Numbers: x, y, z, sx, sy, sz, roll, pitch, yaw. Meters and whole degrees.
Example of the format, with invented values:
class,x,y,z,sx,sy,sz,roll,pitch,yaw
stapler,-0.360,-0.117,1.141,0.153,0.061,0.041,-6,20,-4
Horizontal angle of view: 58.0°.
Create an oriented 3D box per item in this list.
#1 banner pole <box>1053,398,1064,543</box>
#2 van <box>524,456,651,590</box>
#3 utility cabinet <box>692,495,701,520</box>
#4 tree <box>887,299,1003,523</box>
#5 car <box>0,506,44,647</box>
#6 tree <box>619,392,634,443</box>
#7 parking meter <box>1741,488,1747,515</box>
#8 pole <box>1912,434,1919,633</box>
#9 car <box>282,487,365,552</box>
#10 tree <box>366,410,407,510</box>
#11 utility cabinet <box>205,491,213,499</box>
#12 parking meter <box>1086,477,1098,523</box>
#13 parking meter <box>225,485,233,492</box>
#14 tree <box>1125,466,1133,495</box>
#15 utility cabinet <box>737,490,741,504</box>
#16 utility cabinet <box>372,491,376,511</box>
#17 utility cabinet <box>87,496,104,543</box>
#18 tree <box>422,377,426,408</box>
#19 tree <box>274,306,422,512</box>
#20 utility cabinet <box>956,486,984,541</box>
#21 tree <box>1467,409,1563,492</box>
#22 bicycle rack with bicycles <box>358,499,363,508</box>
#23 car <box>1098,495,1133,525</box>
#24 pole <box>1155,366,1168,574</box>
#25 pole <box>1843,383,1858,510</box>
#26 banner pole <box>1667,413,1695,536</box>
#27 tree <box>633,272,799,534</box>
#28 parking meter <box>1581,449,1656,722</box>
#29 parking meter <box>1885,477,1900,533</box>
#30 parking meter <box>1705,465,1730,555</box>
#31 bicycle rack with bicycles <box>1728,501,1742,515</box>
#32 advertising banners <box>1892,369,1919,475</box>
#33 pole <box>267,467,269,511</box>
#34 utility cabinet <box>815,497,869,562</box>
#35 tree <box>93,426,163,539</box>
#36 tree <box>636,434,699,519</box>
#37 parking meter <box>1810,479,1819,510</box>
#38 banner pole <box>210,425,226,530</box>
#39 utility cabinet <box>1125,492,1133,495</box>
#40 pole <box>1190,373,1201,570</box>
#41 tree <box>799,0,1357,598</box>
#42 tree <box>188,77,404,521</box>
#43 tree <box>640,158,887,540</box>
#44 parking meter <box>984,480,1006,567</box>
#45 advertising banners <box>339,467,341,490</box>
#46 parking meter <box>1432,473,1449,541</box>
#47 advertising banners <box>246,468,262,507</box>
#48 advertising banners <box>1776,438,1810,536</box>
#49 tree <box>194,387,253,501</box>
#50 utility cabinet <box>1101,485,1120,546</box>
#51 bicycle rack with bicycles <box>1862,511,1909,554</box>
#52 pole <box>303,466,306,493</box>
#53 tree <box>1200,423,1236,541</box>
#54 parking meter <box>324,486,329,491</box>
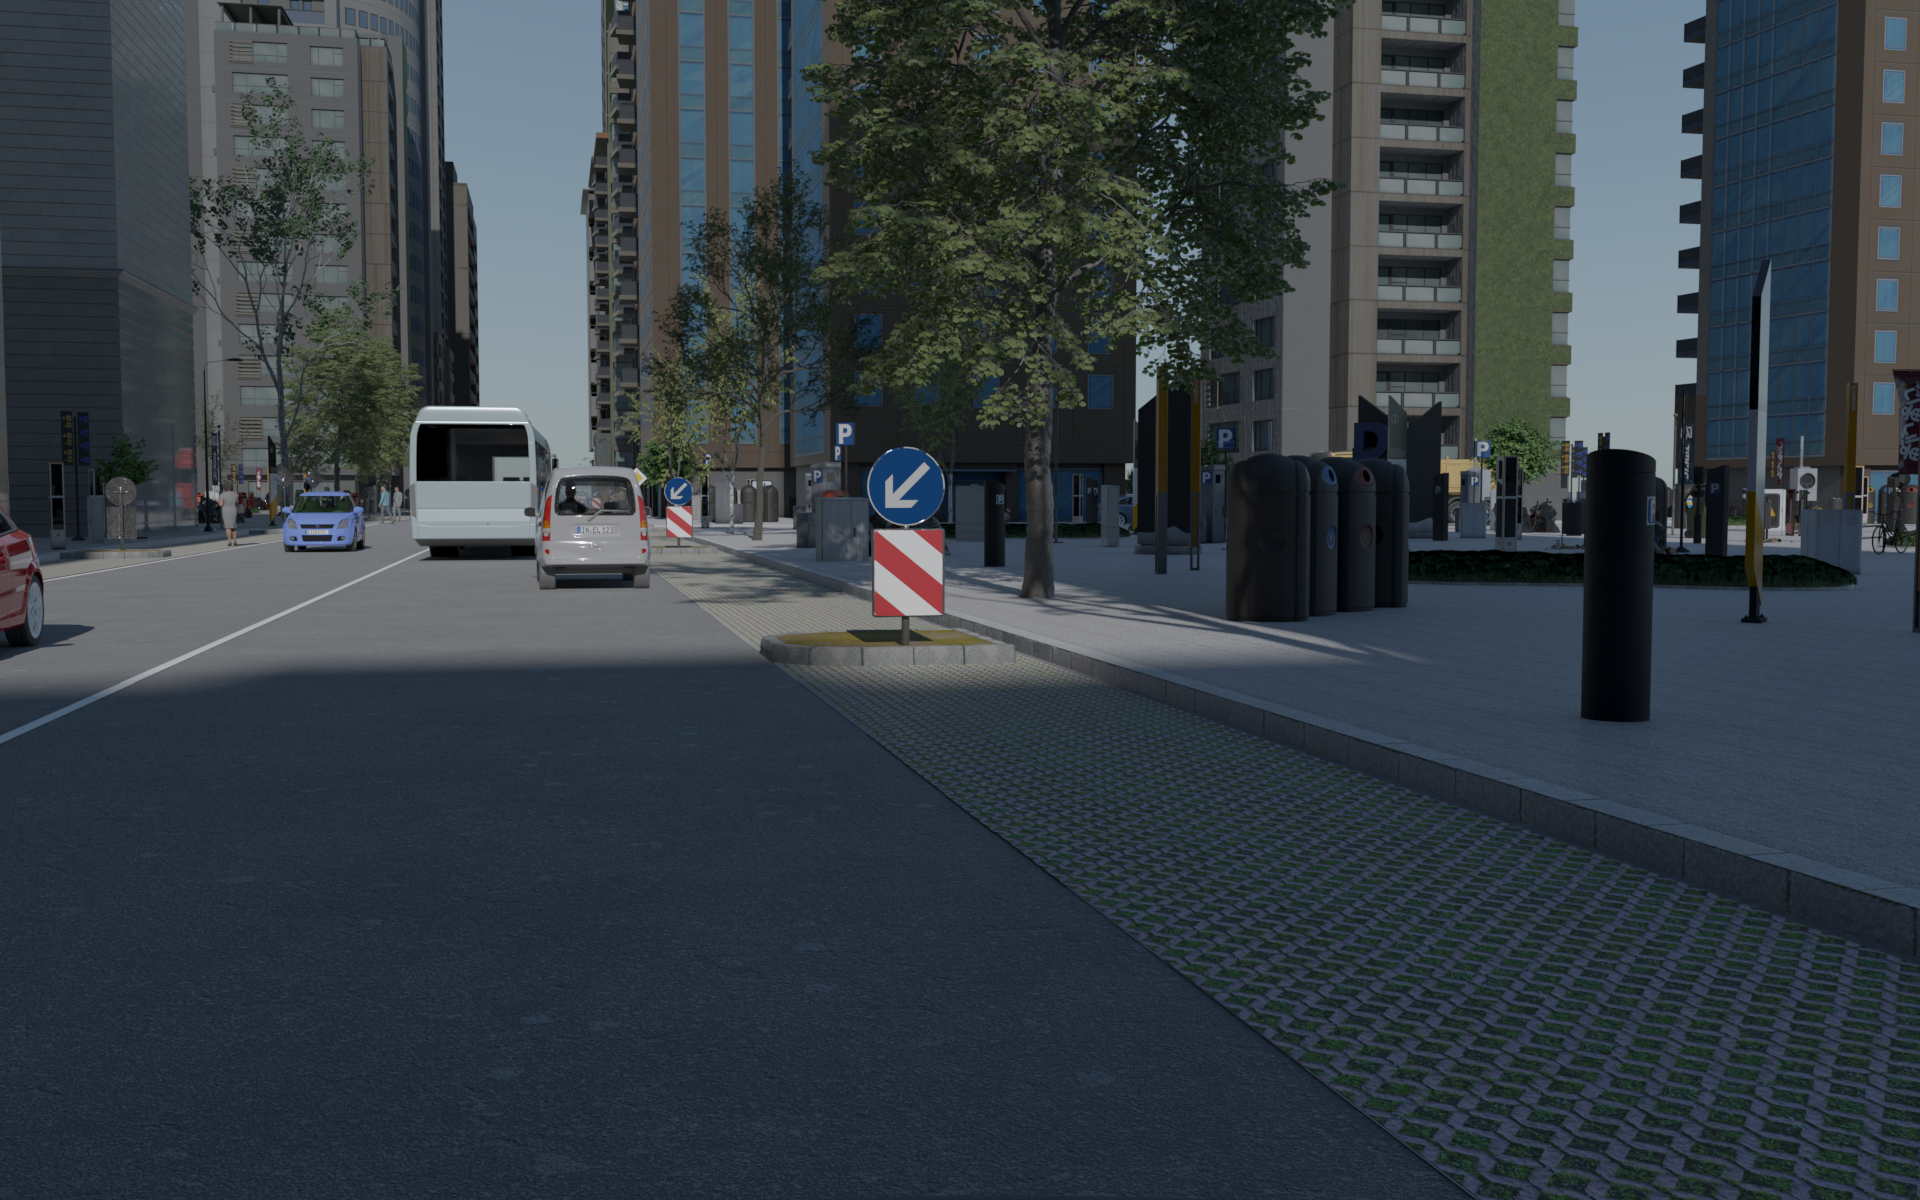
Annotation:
class,x,y,z,sx,sy,sz,roll,pitch,yaw
banner pole,2.288,-3.383,45.323,0.863,3.779,0.401,0,4,7
van,-5.864,-1.249,27.430,2.013,2.044,4.112,-1,4,-14
utility cabinet,-12.623,-4.476,84.350,1.020,1.237,0.306,3,5,40
tree,-0.587,-6.908,63.314,4.737,8.622,4.395,0,3,0
car,-9.221,-0.348,14.725,2.155,1.783,4.494,-1,4,-15
tree,-13.548,-8.134,83.359,4.737,8.622,4.395,0,3,0
parking meter,32.998,-3.930,72.661,0.372,1.533,0.369,0,3,0
pole,8.926,-1.350,15.918,0.158,3.312,0.155,0,3,0
car,-16.105,-2.100,43.919,1.945,1.707,3.694,-1,4,-14
tree,-45.866,-11.505,138.476,4.737,8.622,4.395,0,3,0
utility cabinet,-56.149,-7.432,130.185,1.173,1.500,0.318,1,4,19
parking meter,4.571,-3.311,59.844,0.255,1.863,0.399,-3,4,-36
parking meter,-45.152,-6.195,107.007,0.255,1.863,0.399,3,5,40
tree,11.995,-7.662,119.868,1.663,3.219,1.824,0,3,0
utility cabinet,-11.499,-5.073,91.626,1.173,1.500,0.318,0,4,7
utility cabinet,-44.578,-7.519,131.612,1.173,1.500,0.318,2,4,23
utility cabinet,-22.720,-2.100,45.497,0.306,1.237,1.020,-2,4,-32
tree,-41.361,-12.545,123.232,7.486,12.596,7.792,0,3,0
tree,-37.378,-11.421,104.868,7.486,12.596,7.792,0,3,0
utility cabinet,0.485,-2.345,47.028,1.173,1.500,0.318,1,4,8
tree,21.389,-5.096,67.026,4.285,4.588,4.351,0,3,0
bicycle rack with bicycles,-46.635,-7.424,134.765,2.925,0.926,2.852,-2,4,-30
car,7.812,-3.826,74.552,4.499,1.417,2.014,-1,4,-12
pole,3.220,-2.069,27.676,0.158,3.312,0.155,0,3,0
pole,16.352,-2.323,31.827,0.158,3.312,0.155,0,3,0
banner pole,22.256,-3.881,53.471,0.401,3.779,0.863,-2,4,-35
tree,-7.250,-6.411,55.184,4.737,8.622,4.395,0,3,0
parking meter,3.751,-0.089,9.871,0.372,1.533,0.369,0,3,0
parking meter,31.140,-3.184,57.776,0.255,1.863,0.399,-1,4,-17
parking meter,15.249,-1.786,34.909,0.255,1.863,0.399,-3,5,-41
bicycle rack with bicycles,39.777,-4.497,86.910,2.852,0.926,2.925,-1,4,-17
advertising banners,14.087,-1.721,24.323,2.074,3.025,0.090,0,4,1
pole,-51.678,-8.301,129.569,0.158,3.312,0.155,0,3,0
utility cabinet,-2.254,-1.350,33.226,1.020,1.237,0.306,-2,4,-32
tree,-23.995,-3.363,49.590,1.663,3.219,1.824,0,3,0
tree,-14.950,-6.424,88.744,4.285,4.588,4.351,0,3,0
parking meter,33.425,-3.797,67.787,0.255,1.863,0.399,2,4,23
banner pole,-26.697,-4.418,62.251,0.401,3.779,0.863,0,4,3
utility cabinet,12.788,-7.345,128.763,1.173,1.500,0.318,2,4,26
pole,3.956,-2.154,29.065,0.158,3.312,0.155,0,3,0
tree,1.273,-6.322,21.494,7.486,12.596,7.792,0,3,0
tree,-32.766,-13.782,81.229,12.611,20.169,13.585,0,3,0
tree,-5.270,-6.926,47.653,7.601,10.594,8.767,-1,4,-9
parking meter,0.612,-1.356,30.589,0.372,1.533,0.369,0,3,0
advertising banners,-41.021,-7.143,112.969,0.090,3.025,2.074,1,4,18
parking meter,13.169,-2.554,47.468,0.255,1.863,0.399,-2,4,-33
advertising banners,-48.016,-7.403,117.220,2.074,3.025,0.090,1,4,22
advertising banners,25.572,-3.490,53.250,0.090,3.025,2.074,0,4,-1
tree,-51.706,-10.397,120.359,4.360,8.622,3.978,0,3,0
utility cabinet,3.684,-2.061,42.381,0.318,1.500,1.173,0,4,-3
bicycle rack with bicycles,20.437,-1.422,36.633,2.852,0.926,2.925,3,5,45
pole,-46.663,-7.926,123.432,0.158,3.312,0.155,0,3,0
tree,6.679,-3.226,47.354,1.663,3.219,1.824,0,3,0
parking meter,-47.957,-7.683,131.327,0.399,1.863,0.255,-1,4,-10
